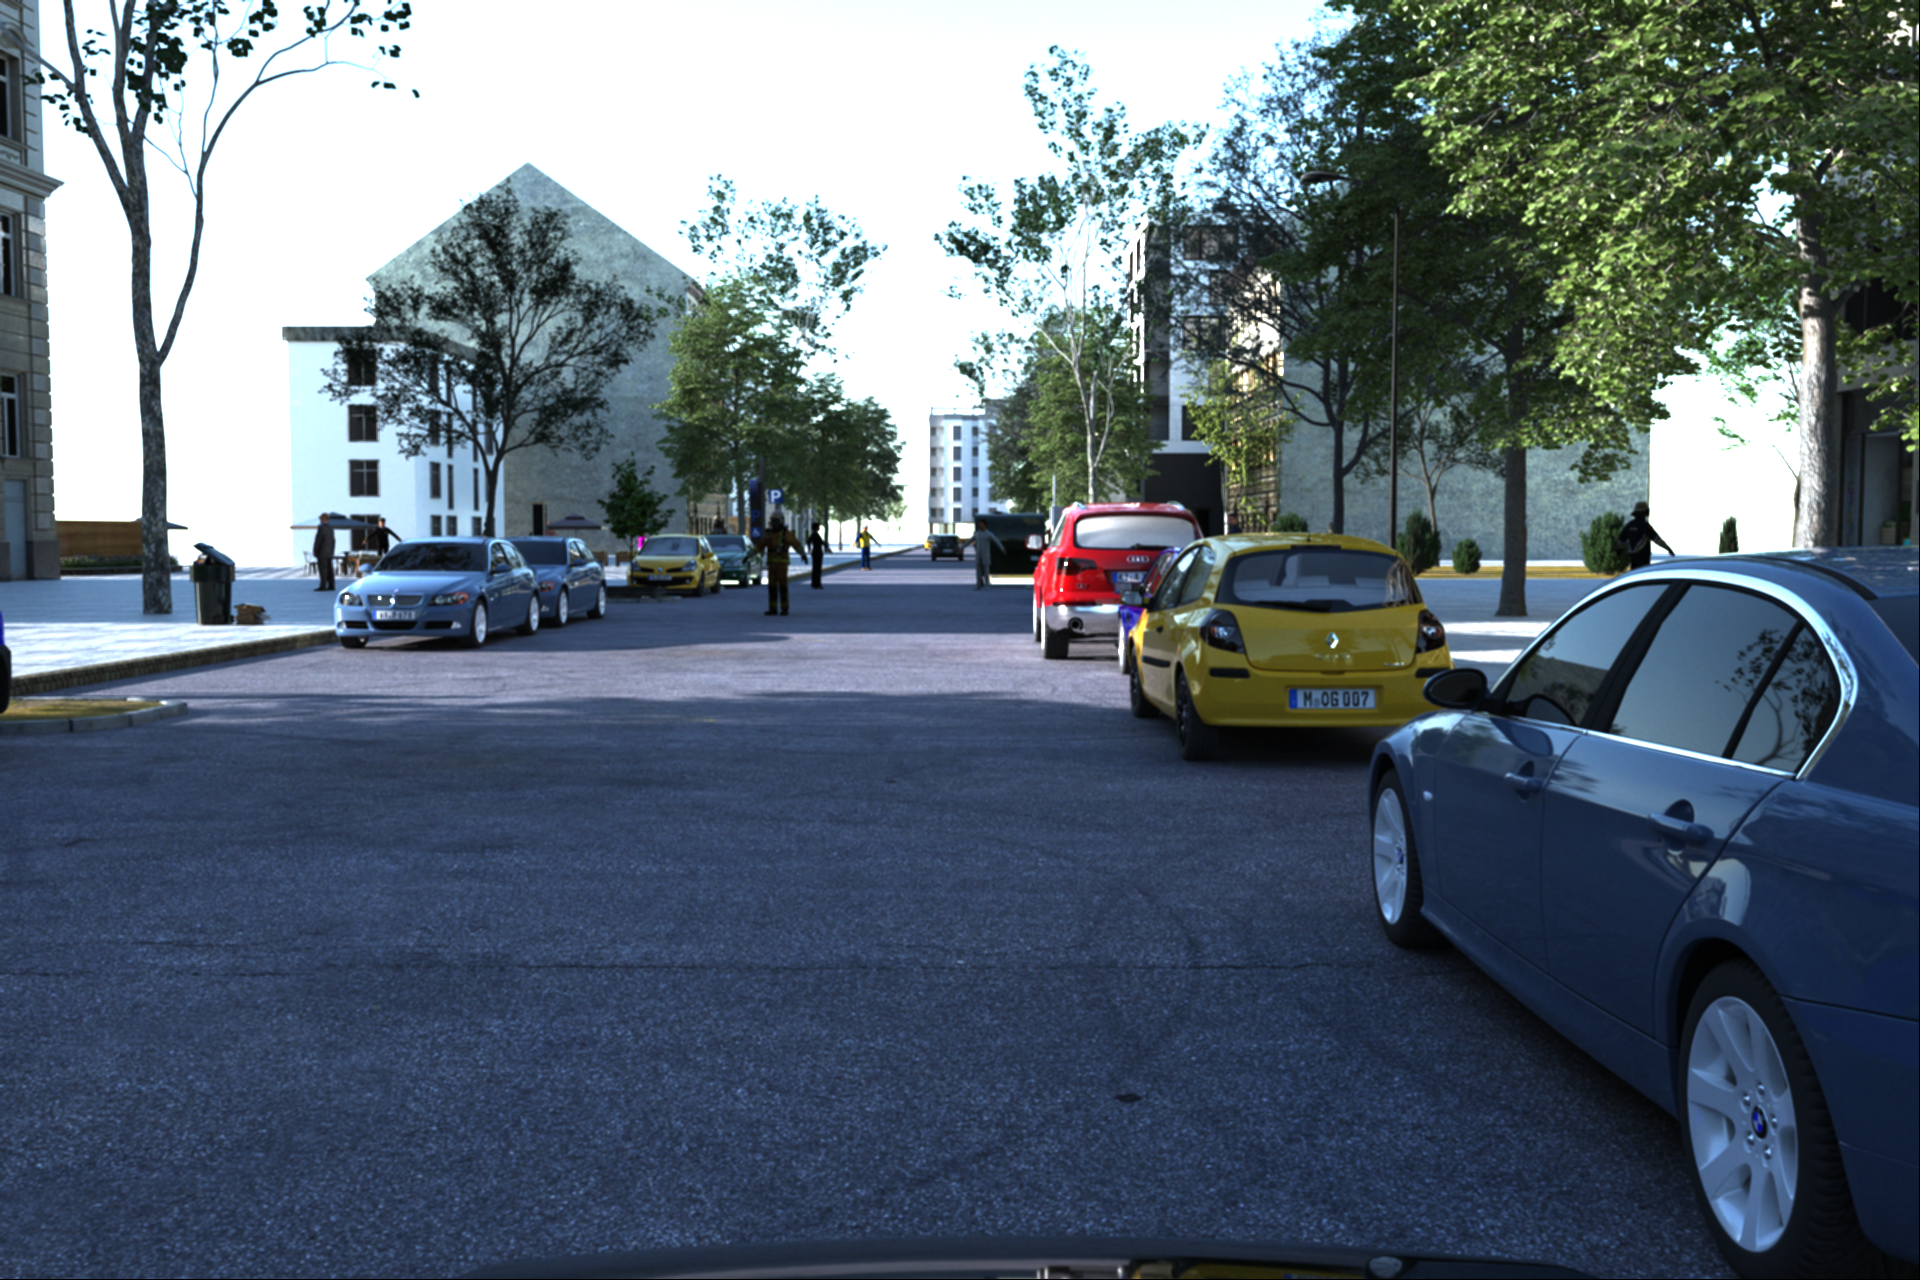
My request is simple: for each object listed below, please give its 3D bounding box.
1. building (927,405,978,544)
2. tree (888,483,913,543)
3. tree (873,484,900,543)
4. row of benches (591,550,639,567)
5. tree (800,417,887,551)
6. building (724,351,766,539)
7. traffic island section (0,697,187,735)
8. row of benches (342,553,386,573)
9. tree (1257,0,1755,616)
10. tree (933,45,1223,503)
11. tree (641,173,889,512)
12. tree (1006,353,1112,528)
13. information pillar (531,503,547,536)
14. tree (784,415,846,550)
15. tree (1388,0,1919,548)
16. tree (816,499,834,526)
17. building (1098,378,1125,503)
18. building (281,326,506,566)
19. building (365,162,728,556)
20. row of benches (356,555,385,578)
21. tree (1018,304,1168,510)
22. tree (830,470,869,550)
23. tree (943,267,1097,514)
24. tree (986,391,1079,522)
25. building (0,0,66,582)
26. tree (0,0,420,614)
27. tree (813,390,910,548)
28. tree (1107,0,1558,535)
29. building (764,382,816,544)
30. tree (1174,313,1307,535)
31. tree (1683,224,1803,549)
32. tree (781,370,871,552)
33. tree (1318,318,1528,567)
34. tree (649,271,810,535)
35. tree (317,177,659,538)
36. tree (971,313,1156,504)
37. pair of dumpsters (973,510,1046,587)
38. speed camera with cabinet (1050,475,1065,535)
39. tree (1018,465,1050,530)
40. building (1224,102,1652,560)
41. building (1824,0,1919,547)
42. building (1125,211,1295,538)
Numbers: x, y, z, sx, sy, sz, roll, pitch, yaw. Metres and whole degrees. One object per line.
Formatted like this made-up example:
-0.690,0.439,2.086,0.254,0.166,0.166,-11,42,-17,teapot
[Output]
-4.253,-23.643,245.445,11.380,20.090,16.016,0,4,-5,building
-8.742,-18.204,247.989,4.737,8.622,4.395,0,3,0,tree
-9.730,-17.818,241.686,4.360,8.622,3.978,0,3,0,tree
-14.453,-3.257,68.710,4.104,0.672,1.422,0,4,-4,row of benches
-9.421,-12.158,133.202,8.767,10.594,7.601,2,4,27,tree
-26.691,-19.811,180.325,16.016,20.090,11.380,0,4,0,building
-7.158,0.583,13.332,1.991,0.108,1.994,0,4,1,traffic island section
-18.400,-2.550,57.161,4.104,0.672,1.422,1,4,14,row of benches
8.636,-6.675,27.271,7.486,12.596,7.792,0,3,0,tree
4.193,-13.105,70.159,12.611,20.169,13.585,0,3,0,tree
-10.473,-14.425,91.738,12.611,20.169,13.585,0,3,0,tree
6.154,-11.656,108.707,7.486,12.596,7.792,0,3,0,tree
-9.913,-2.225,40.873,0.304,2.012,0.304,0,4,-1,information pillar
-9.681,-9.502,105.724,4.360,8.622,3.978,0,3,0,tree
7.507,-5.976,15.839,7.486,12.596,7.792,0,3,0,tree
-21.575,-20.595,243.375,9.857,13.997,8.962,0,3,0,tree
24.635,-22.372,196.714,19.493,23.208,18.063,0,4,0,building
-26.547,-8.677,84.012,9.099,9.664,28.070,0,4,0,building
-25.522,-17.177,111.769,19.493,23.208,18.063,0,4,0,building
-15.773,-2.205,51.521,4.104,0.672,1.422,-2,4,-26,row of benches
6.565,-10.224,85.289,7.486,12.596,7.792,0,3,0,tree
-8.820,-11.803,143.343,4.360,8.622,3.978,0,3,0,tree
4.981,-16.511,125.849,12.611,20.169,13.585,0,3,0,tree
6.475,-14.669,146.499,9.857,13.997,8.962,0,3,0,tree
-31.247,-14.616,36.232,12.463,27.353,25.104,0,4,1,building
-13.407,-10.401,25.940,12.611,20.169,13.585,0,3,0,tree
-9.132,-15.189,154.995,9.857,13.997,8.962,0,3,0,tree
8.541,-7.825,38.316,12.009,13.543,11.850,0,3,0,tree
-28.005,-21.450,217.159,16.747,18.905,31.486,0,4,1,building
9.175,-6.586,58.039,4.737,8.622,4.395,0,3,0,tree
26.701,-7.890,54.763,9.928,11.665,9.643,0,3,0,tree
-9.673,-12.369,120.352,7.486,12.596,7.792,0,3,0,tree
18.540,-8.159,67.812,8.767,10.594,7.601,-1,4,-19,tree
-9.872,-9.617,75.364,7.486,12.596,7.792,0,3,0,tree
-12.555,-6.820,45.916,8.767,10.594,7.601,-2,4,-27,tree
5.770,-11.371,96.286,12.009,13.543,11.850,0,3,0,tree
2.572,-2.597,47.409,4.436,2.255,1.574,0,4,-1,pair of dumpsters
3.388,-3.866,57.552,0.660,3.252,2.038,0,4,-1,speed camera with cabinet
6.587,-12.514,154.966,4.737,8.622,4.395,0,3,0,tree
25.246,-16.159,95.127,19.493,23.208,18.063,0,4,0,building
26.815,-13.110,17.558,19.350,26.588,34.151,0,4,1,building
25.743,-17.253,126.057,27.936,21.610,32.646,0,4,0,building
